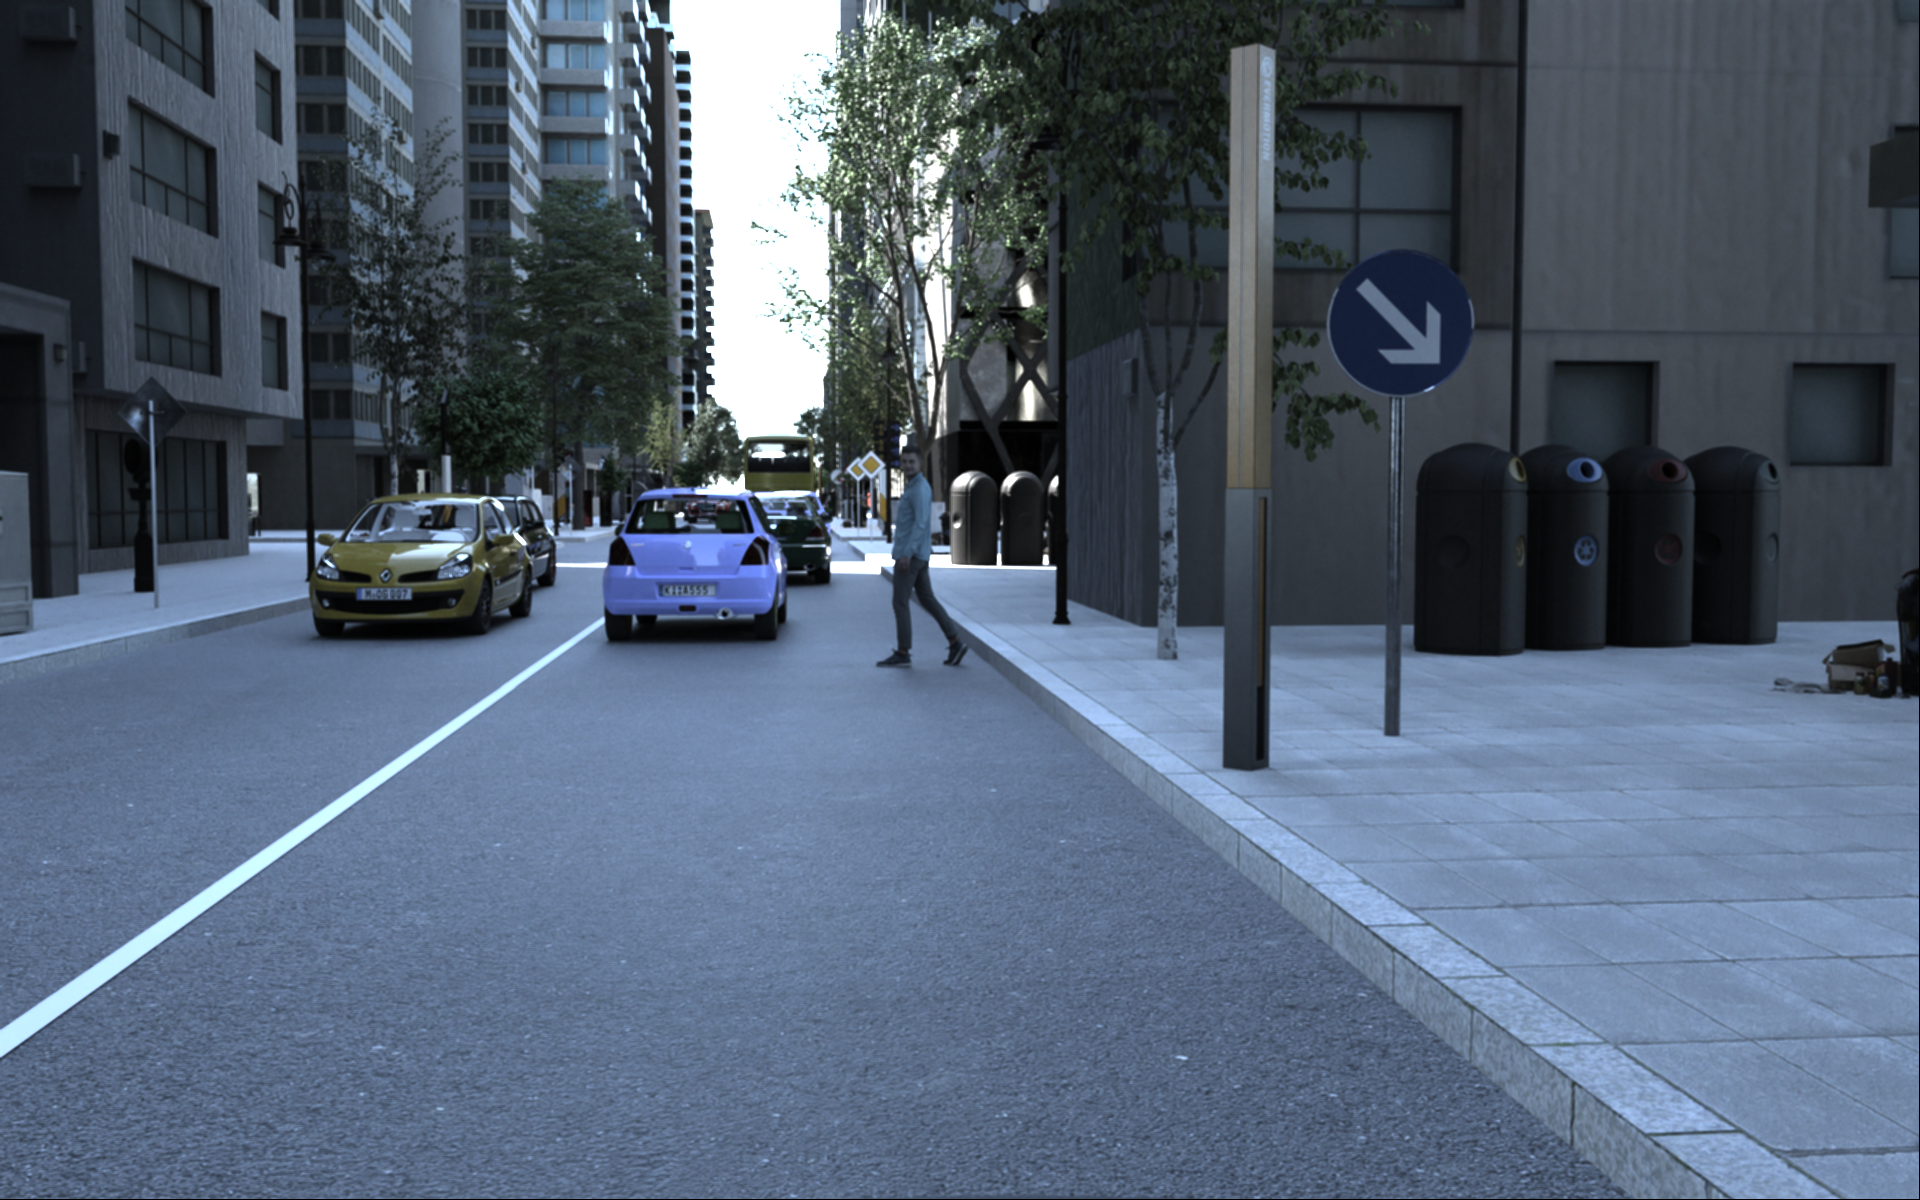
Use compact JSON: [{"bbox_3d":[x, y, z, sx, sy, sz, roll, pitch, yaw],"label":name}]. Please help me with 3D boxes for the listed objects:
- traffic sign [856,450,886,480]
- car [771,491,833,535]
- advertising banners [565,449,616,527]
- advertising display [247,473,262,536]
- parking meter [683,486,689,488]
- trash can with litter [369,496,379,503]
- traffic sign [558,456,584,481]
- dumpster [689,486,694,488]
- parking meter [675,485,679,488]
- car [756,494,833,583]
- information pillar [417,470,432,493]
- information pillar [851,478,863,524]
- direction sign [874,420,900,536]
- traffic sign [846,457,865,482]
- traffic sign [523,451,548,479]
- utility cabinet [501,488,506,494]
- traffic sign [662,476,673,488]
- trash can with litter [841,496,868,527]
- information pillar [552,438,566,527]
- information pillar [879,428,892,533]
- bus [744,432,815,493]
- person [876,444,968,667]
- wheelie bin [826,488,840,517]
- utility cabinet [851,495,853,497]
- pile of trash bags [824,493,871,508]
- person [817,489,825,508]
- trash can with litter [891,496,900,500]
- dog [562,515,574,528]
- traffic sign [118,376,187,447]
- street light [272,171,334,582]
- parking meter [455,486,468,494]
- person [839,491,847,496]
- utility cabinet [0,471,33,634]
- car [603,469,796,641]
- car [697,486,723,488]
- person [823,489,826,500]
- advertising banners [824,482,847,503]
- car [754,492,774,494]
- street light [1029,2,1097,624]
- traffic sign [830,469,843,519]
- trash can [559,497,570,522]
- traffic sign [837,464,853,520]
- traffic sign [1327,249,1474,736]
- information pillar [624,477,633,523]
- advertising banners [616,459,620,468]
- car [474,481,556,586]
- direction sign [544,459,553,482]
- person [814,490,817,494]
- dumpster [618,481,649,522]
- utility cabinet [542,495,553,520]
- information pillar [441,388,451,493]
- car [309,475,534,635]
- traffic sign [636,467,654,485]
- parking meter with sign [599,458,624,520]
[{"bbox_3d":[-2.322,-2.663,45.724,0.795,2.593,0.064,0,4,-6],"label":"traffic sign"},{"bbox_3d":[-4.033,-1.985,42.053,1.945,1.707,3.694,0,4,-6],"label":"car"},{"bbox_3d":[-14.643,-4.390,67.969,2.074,3.025,0.090,0,4,1],"label":"advertising banners"},{"bbox_3d":[-21.604,-2.901,52.638,0.974,1.923,0.123,2,4,29],"label":"advertising display"},{"bbox_3d":[-19.028,-6.992,120.035,0.399,1.863,0.255,-2,4,-28],"label":"parking meter"},{"bbox_3d":[-17.873,-2.518,52.226,2.233,1.210,1.678,0,4,8],"label":"trash can with litter"},{"bbox_3d":[-11.880,-3.096,52.804,0.795,2.593,0.064,0,4,-6],"label":"traffic sign"},{"bbox_3d":[-19.844,-7.402,126.785,1.264,1.857,1.865,0,4,-6],"label":"dumpster"},{"bbox_3d":[-17.327,-6.135,106.022,0.255,1.863,0.399,0,4,-7],"label":"parking meter"},{"bbox_3d":[-3.169,-1.061,29.151,2.131,1.459,4.920,0,4,-8],"label":"car"},{"bbox_3d":[-16.093,-2.910,52.074,0.304,2.012,0.304,2,4,32],"label":"information pillar"},{"bbox_3d":[-4.178,-4.075,71.114,0.304,2.012,0.304,-3,4,-36],"label":"information pillar"},{"bbox_3d":[-2.249,-3.764,53.541,0.876,3.537,0.379,-2,4,-28],"label":"direction sign"},{"bbox_3d":[-3.128,-3.149,53.668,0.795,2.593,0.064,0,4,-6],"label":"traffic sign"},{"bbox_3d":[-11.073,-2.610,44.859,0.795,2.593,0.064,0,4,-6],"label":"traffic sign"},{"bbox_3d":[-17.568,-3.661,68.532,1.173,1.500,0.318,1,4,20],"label":"utility cabinet"},{"bbox_3d":[-16.459,-5.837,97.561,0.606,2.300,0.079,0,4,1],"label":"traffic sign"},{"bbox_3d":[-4.067,-3.375,66.573,1.055,1.170,0.624,1,4,12],"label":"trash can with litter"},{"bbox_3d":[-15.487,-4.615,66.807,0.504,3.616,0.183,-1,4,-17],"label":"information pillar"},{"bbox_3d":[-2.476,-4.033,57.301,0.183,3.616,0.504,3,5,39],"label":"information pillar"},{"bbox_3d":[-7.093,-4.679,68.044,2.896,3.916,12.252,0,4,-6],"label":"bus"},{"bbox_3d":[-0.321,-0.366,14.354,0.748,1.841,0.638,1,4,8],"label":"person"},{"bbox_3d":[-7.106,-5.496,97.775,0.693,1.594,0.980,1,4,18],"label":"wheelie bin"},{"bbox_3d":[-6.892,-6.432,116.323,1.020,1.237,0.306,-2,4,-34],"label":"utility cabinet"},{"bbox_3d":[-6.914,-6.038,108.476,3.447,1.369,1.912,0,4,5],"label":"pile of trash bags"},{"bbox_3d":[-10.877,-7.875,135.608,0.445,1.727,0.742,2,4,29],"label":"person"},{"bbox_3d":[-2.983,-4.237,80.667,0.624,1.170,1.055,1,4,12],"label":"trash can with litter"},{"bbox_3d":[-14.622,-2.940,64.900,0.540,0.507,0.406,-1,4,-19],"label":"dog"},{"bbox_3d":[-9.053,-1.205,19.434,0.795,2.593,0.064,0,4,3],"label":"traffic sign"},{"bbox_3d":[-9.519,-3.209,25.249,0.468,5.910,1.993,0,4,-6],"label":"street light"},{"bbox_3d":[-15.734,-2.831,54.697,0.372,1.533,0.369,0,3,0],"label":"parking meter"},{"bbox_3d":[-9.421,-8.006,136.932,1.348,1.826,0.705,0,4,1],"label":"person"},{"bbox_3d":[-8.773,-0.417,15.494,0.318,1.500,1.173,0,4,2],"label":"utility cabinet"},{"bbox_3d":[-2.712,-0.531,18.275,1.945,1.707,3.694,0,4,-4],"label":"car"},{"bbox_3d":[-12.409,-4.726,85.944,2.281,1.827,5.304,0,4,-6],"label":"car"},{"bbox_3d":[-15.760,-11.969,201.365,1.348,1.869,0.705,0,4,8],"label":"person"},{"bbox_3d":[-8.838,-7.896,125.280,2.074,3.025,0.090,-1,4,-17],"label":"advertising banners"},{"bbox_3d":[-6.113,-2.788,55.174,1.945,1.707,3.694,0,4,-4],"label":"car"},{"bbox_3d":[1.005,-2.702,16.962,0.468,5.910,1.993,0,4,-6],"label":"street light"},{"bbox_3d":[-6.242,-5.404,88.466,0.768,2.556,0.104,0,4,-2],"label":"traffic sign"},{"bbox_3d":[-18.114,-4.114,78.921,0.748,1.137,0.748,0,3,0],"label":"trash can"},{"bbox_3d":[-4.908,-4.626,75.645,0.884,2.594,0.081,0,4,-1],"label":"traffic sign"},{"bbox_3d":[2.298,-0.552,9.134,0.768,2.556,0.104,0,4,0],"label":"traffic sign"},{"bbox_3d":[-14.087,-4.224,73.558,0.304,2.012,0.304,-1,4,-22],"label":"information pillar"},{"bbox_3d":[-16.999,-5.627,88.189,0.090,3.025,2.074,1,4,22],"label":"advertising banners"},{"bbox_3d":[-7.091,-0.969,25.635,2.009,1.686,4.222,0,4,-5],"label":"car"},{"bbox_3d":[-26.780,-7.353,112.218,0.876,3.537,0.379,-1,4,-10],"label":"direction sign"},{"bbox_3d":[-15.754,-11.107,188.555,0.530,1.710,0.541,1,4,19],"label":"person"},{"bbox_3d":[-14.844,-4.459,78.667,1.264,1.857,1.865,0,4,-6],"label":"dumpster"},{"bbox_3d":[-20.671,-4.597,86.317,0.306,1.237,1.020,1,4,22],"label":"utility cabinet"},{"bbox_3d":[-10.997,-2.797,37.092,0.183,3.616,0.504,0,4,-3],"label":"information pillar"},{"bbox_3d":[-5.775,-0.526,18.821,2.015,1.641,3.980,0,4,-5],"label":"car"},{"bbox_3d":[-15.212,-5.107,83.504,0.884,2.594,0.081,0,4,-4],"label":"traffic sign"},{"bbox_3d":[-16.780,-5.420,84.880,1.738,3.016,0.543,-3,5,-45],"label":"parking meter with sign"}]
